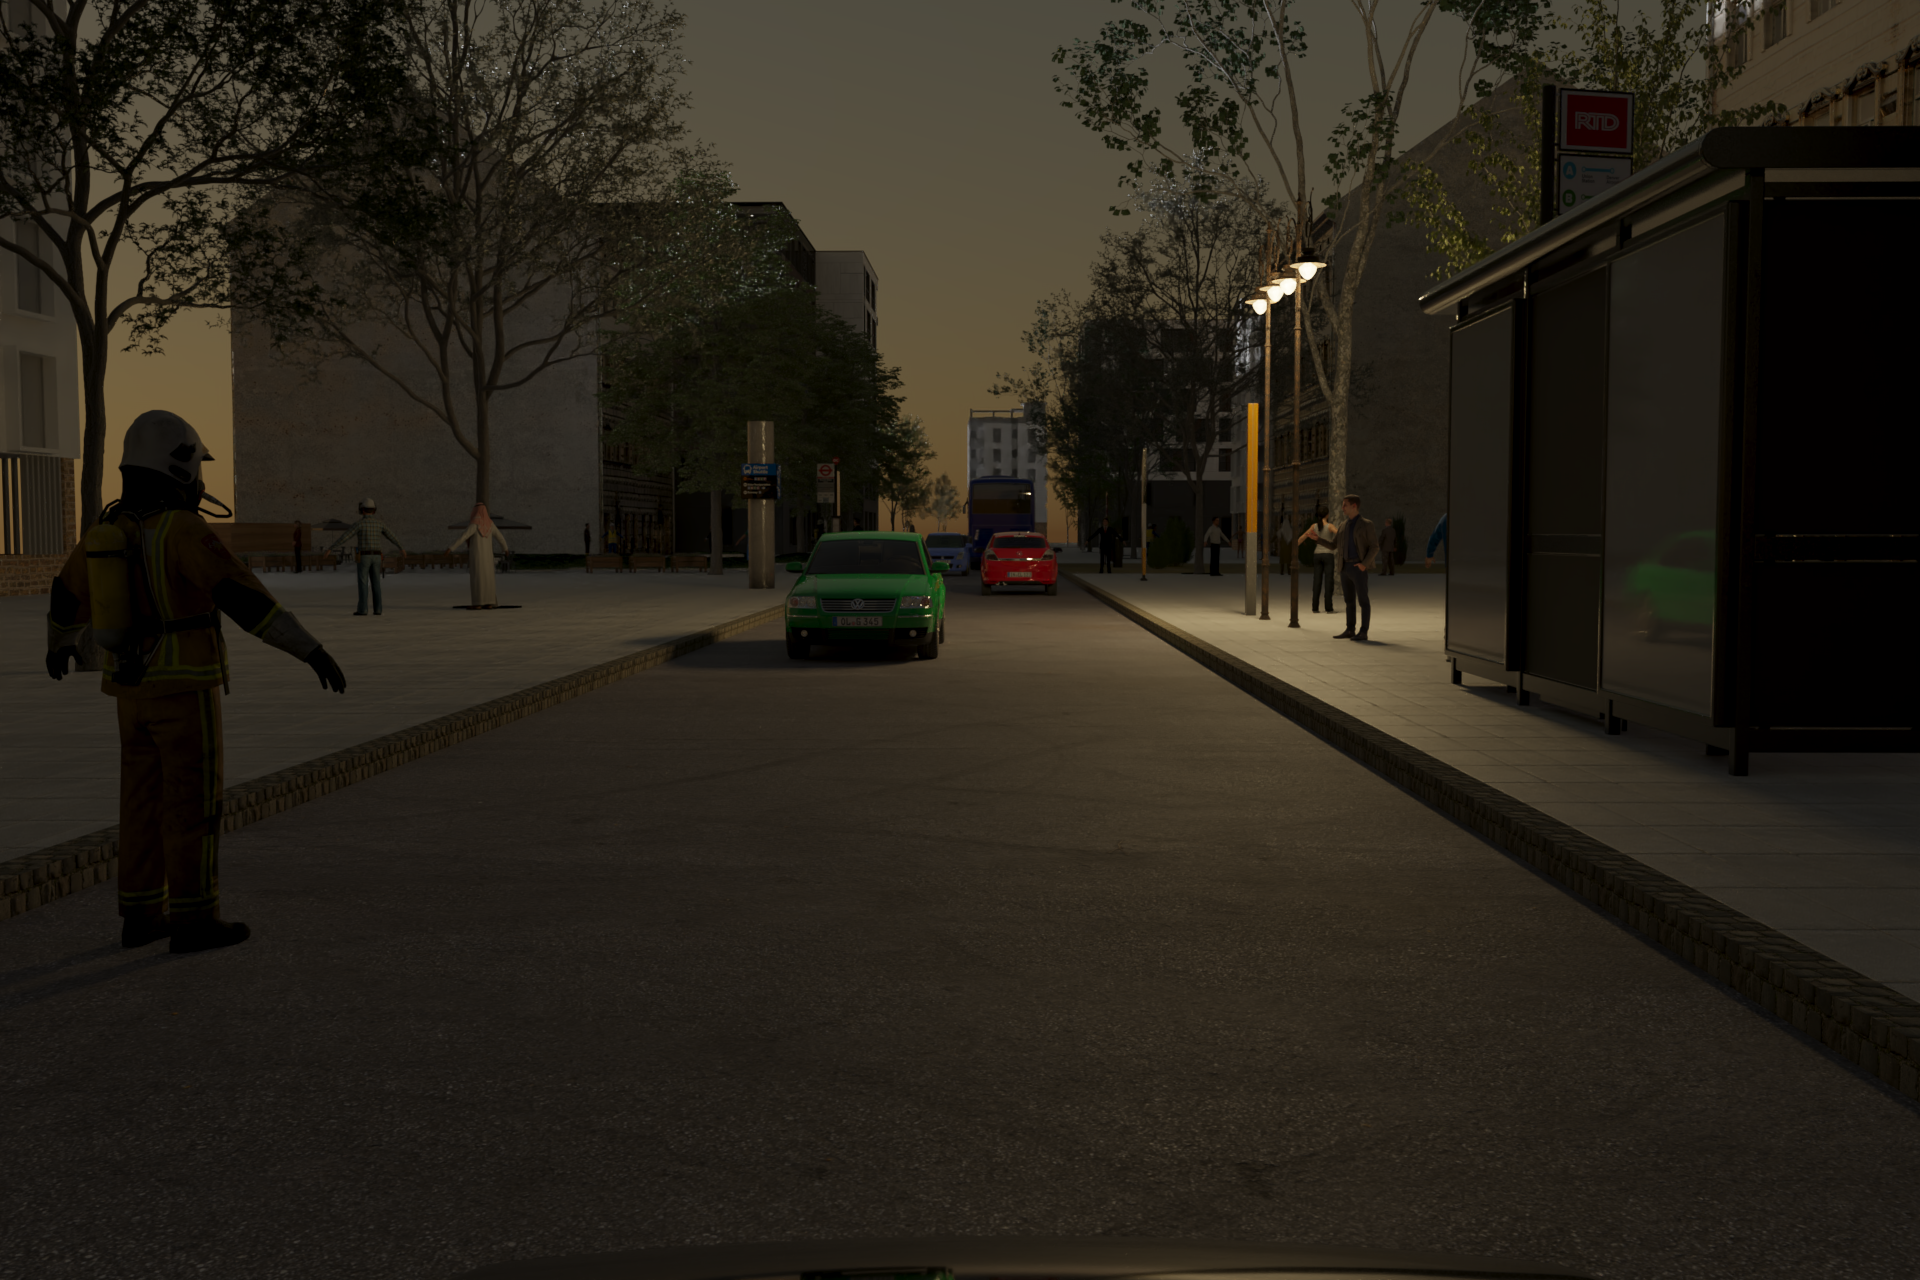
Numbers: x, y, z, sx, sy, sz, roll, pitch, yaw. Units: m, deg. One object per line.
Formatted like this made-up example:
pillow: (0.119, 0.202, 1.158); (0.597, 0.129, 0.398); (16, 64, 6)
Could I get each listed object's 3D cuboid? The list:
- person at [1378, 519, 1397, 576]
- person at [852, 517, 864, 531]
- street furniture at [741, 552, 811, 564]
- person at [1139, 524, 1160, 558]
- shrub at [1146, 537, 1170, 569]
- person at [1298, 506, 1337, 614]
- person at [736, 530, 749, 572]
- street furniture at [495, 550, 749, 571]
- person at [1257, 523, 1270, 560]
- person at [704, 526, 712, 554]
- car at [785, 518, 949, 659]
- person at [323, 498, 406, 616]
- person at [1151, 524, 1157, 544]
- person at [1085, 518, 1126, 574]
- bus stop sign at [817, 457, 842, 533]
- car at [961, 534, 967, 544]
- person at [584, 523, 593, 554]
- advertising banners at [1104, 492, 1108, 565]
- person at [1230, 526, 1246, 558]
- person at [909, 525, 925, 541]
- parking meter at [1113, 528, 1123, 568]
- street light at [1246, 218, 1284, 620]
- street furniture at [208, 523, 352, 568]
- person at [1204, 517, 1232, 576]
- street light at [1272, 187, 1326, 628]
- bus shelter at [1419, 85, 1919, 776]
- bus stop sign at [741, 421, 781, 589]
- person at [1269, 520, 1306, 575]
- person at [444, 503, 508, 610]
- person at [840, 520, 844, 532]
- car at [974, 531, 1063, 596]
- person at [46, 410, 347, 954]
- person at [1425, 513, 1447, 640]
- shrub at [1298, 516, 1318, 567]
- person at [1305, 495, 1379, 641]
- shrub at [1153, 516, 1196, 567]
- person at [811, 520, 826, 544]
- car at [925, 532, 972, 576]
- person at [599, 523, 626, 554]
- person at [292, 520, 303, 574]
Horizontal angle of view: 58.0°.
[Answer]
person: (13.132, -2.861, 53.379); (0.990, 1.755, 0.434); (-3, 4, -37)
person: (-3.416, -3.130, 57.103); (0.705, 1.837, 1.347); (2, 4, 33)
street furniture: (-6.207, -3.663, 75.510); (10.072, 0.657, 5.734); (2, 4, 35)
person: (10.012, -5.213, 91.205); (1.349, 1.833, 0.705); (2, 4, 32)
shrub: (7.261, -3.204, 63.497); (1.383, 1.207, 1.383); (0, 3, 0)
person: (5.912, -1.296, 27.997); (1.217, 1.737, 0.721); (3, 4, 36)
person: (-7.014, -3.207, 58.560); (1.347, 1.817, 0.704); (2, 4, 35)
street furniture: (-11.989, -2.953, 63.911); (10.072, 0.657, 5.734); (-1, 4, -16)
person: (14.994, -4.872, 85.519); (0.705, 1.847, 1.347); (-1, 4, -22)
person: (-12.142, -4.749, 84.373); (0.721, 1.740, 1.216); (1, 4, 17)
car: (-1.098, -0.765, 21.302); (1.959, 1.807, 4.718); (0, 4, 1)
person: (-9.356, -1.316, 27.354); (1.345, 1.849, 0.704); (-3, 5, -43)
person: (10.501, -5.336, 93.387); (0.704, 1.843, 1.345); (1, 4, 11)
person: (4.723, -3.062, 56.256); (1.347, 1.806, 0.705); (0, 4, 8)
bus stop sign: (-4.499, -4.354, 59.896); (0.855, 3.939, 0.416); (0, 4, 1)
car: (-0.209, -5.169, 94.307); (2.009, 1.686, 4.222); (0, 4, 1)
person: (-18.036, -4.762, 83.990); (0.704, 1.812, 1.346); (-1, 4, -21)
advertising banners: (6.079, -4.663, 72.420); (0.090, 3.025, 2.074); (0, 4, 2)
person: (14.909, -5.203, 91.873); (1.217, 1.733, 0.721); (2, 4, 26)
person: (-1.922, -3.709, 69.234); (1.348, 1.813, 0.705); (-1, 4, -13)
parking meter: (6.048, -3.544, 66.347); (0.372, 1.533, 0.369); (0, 3, 0)
street light: (4.563, -3.239, 25.748); (0.468, 5.910, 1.993); (0, 4, 1)
street furniture: (-29.221, -3.765, 68.414); (11.010, 1.723, 9.812); (1, 4, 14)
person: (7.823, -2.860, 52.914); (0.704, 1.810, 1.344); (3, 5, 45)
street light: (4.586, -3.107, 23.591); (0.468, 5.910, 1.993); (0, 4, 1)
bus shelter: (4.981, -2.179, 13.258); (2.179, 5.291, 8.768); (0, 4, 1)
bus stop sign: (-4.667, -3.159, 40.672); (0.837, 3.901, 0.837); (0, 4, 0)
person: (10.239, -2.901, 54.204); (1.217, 1.736, 0.721); (2, 4, 32)
person: (-8.132, -1.417, 29.322); (0.704, 1.811, 1.347); (2, 4, 34)
person: (-4.292, -3.355, 61.078); (0.704, 1.802, 1.346); (0, 4, 7)
car: (1.413, -1.999, 41.720); (2.155, 1.783, 4.494); (0, 4, 1)
person: (-2.737, 0.134, 6.030); (1.354, 1.858, 0.705); (2, 4, 23)
person: (5.489, -0.796, 18.902); (0.705, 1.842, 1.347); (-2, 4, -25)
shrub: (13.761, -3.852, 67.404); (1.690, 2.028, 1.600); (0, 3, 0)
person: (4.623, -0.881, 20.982); (0.750, 1.759, 0.617); (-1, 4, -16)
shrub: (8.494, -3.918, 68.484); (1.690, 2.028, 1.600); (0, 3, 0)
person: (-5.577, -3.898, 69.505); (0.705, 1.856, 1.354); (-3, 5, -44)
car: (-0.531, -3.089, 60.100); (1.945, 1.707, 3.694); (0, 4, 2)
person: (-15.691, -4.390, 78.240); (1.216, 1.772, 0.721); (-1, 4, -20)
person: (-21.614, -3.029, 56.328); (0.721, 1.729, 1.215); (-1, 4, -19)
